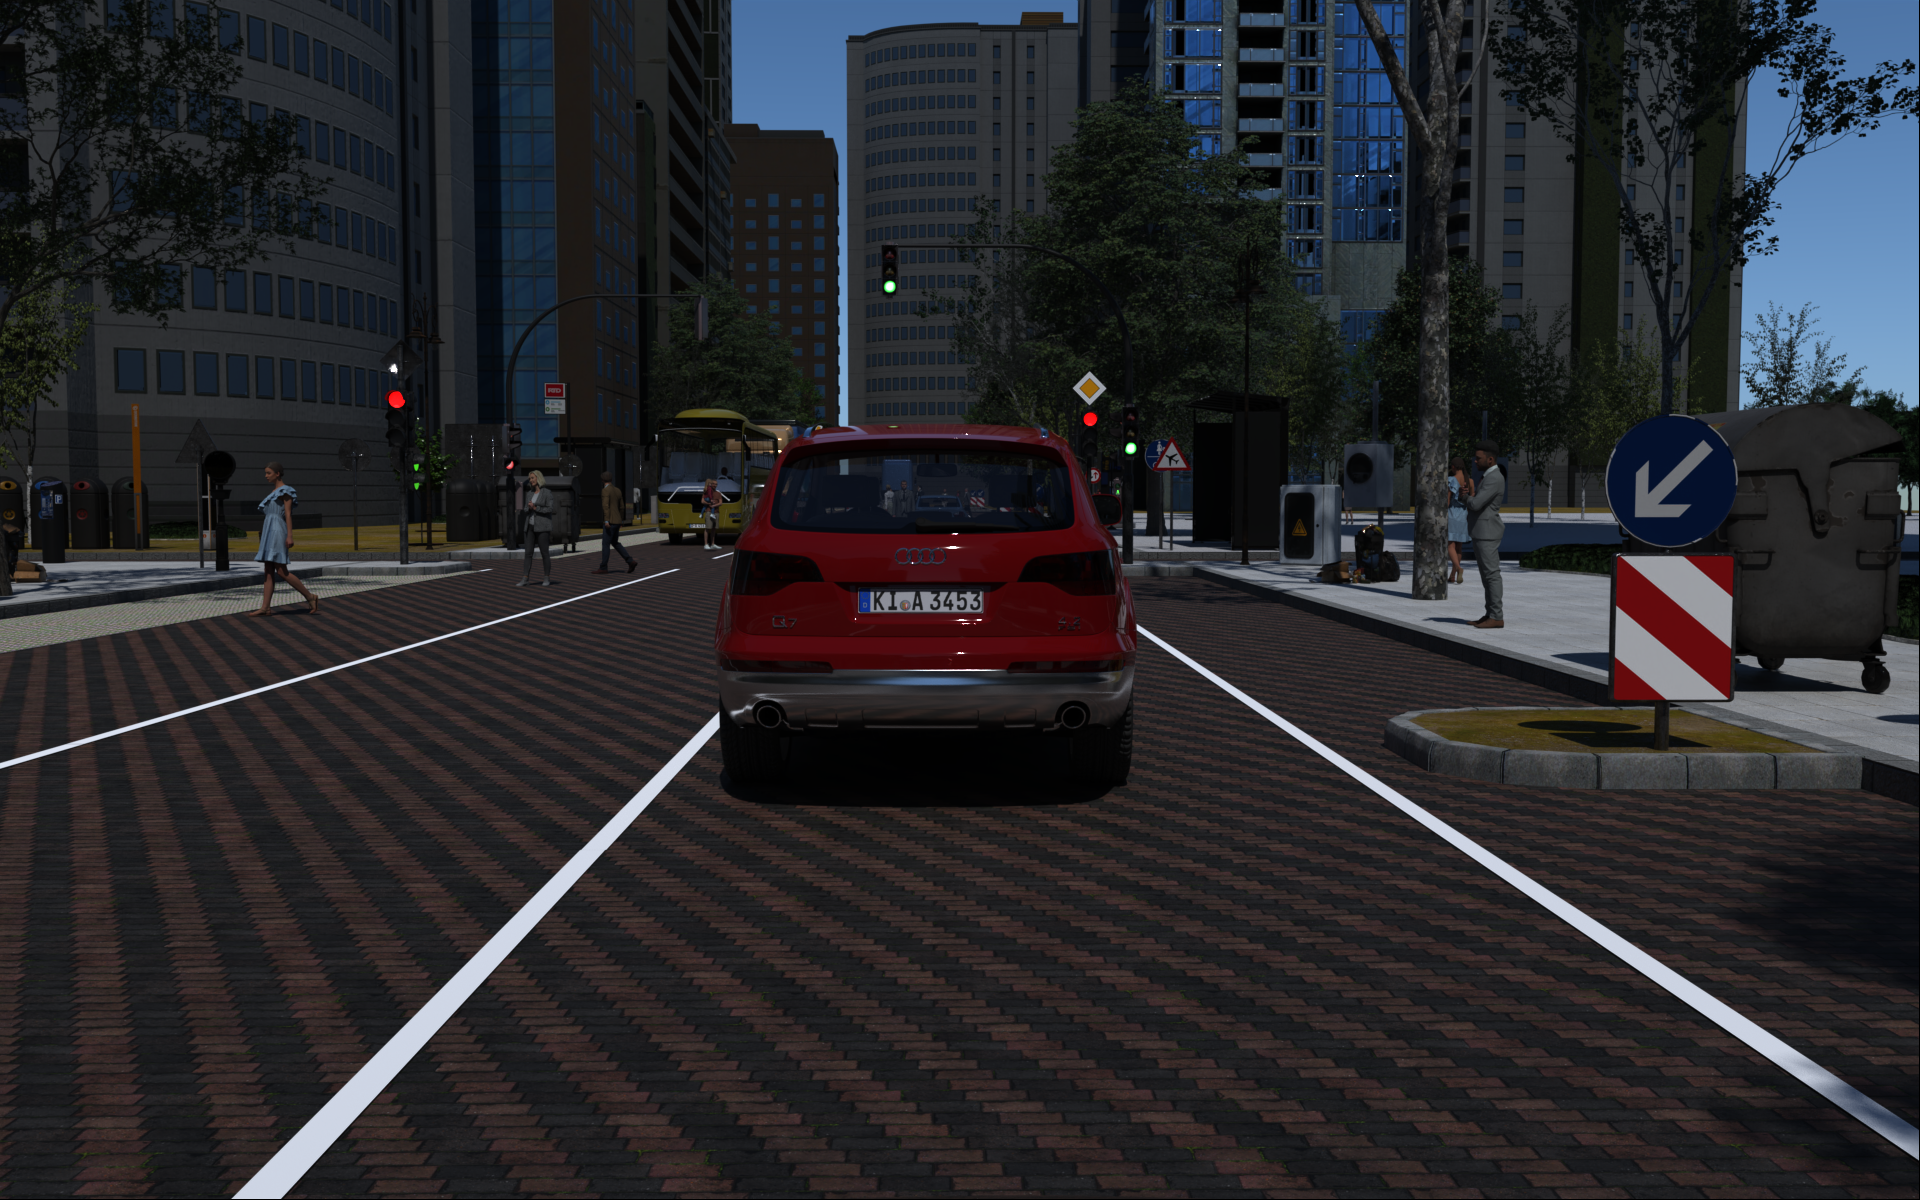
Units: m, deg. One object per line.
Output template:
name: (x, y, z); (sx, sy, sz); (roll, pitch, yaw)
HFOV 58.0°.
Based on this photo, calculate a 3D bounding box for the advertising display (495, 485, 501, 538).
advertising display: (-13.504, -2.800, 51.001); (0.974, 1.923, 0.123); (-3, 4, -37)

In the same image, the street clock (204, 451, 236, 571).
street clock: (-12.341, -1.490, 28.927); (0.471, 2.002, 0.358); (-1, 4, -15)

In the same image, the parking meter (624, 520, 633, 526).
parking meter: (-13.478, -3.783, 70.262); (0.372, 1.533, 0.369); (0, 3, 0)

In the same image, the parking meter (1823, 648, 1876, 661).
parking meter: (6.911, -0.306, 13.421); (0.372, 1.533, 0.369); (0, 3, 0)

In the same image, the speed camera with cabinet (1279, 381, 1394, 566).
speed camera with cabinet: (6.670, -2.229, 30.777); (0.660, 3.252, 2.038); (-3, 5, -43)

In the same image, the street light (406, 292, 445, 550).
street light: (-12.244, -4.099, 39.804); (0.468, 5.910, 1.993); (0, 4, -1)

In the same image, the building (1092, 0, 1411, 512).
building: (23.221, -50.467, 137.806); (22.319, 86.520, 31.000); (0, 4, -1)

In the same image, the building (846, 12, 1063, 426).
building: (0.223, -41.210, 215.789); (28.212, 58.520, 21.231); (0, 4, -1)

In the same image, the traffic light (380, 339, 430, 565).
traffic light: (-10.113, -2.602, 31.462); (0.839, 4.253, 0.868); (0, 4, -1)

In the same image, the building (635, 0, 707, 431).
building: (-32.418, -31.487, 138.515); (21.300, 48.544, 21.600); (0, 4, -1)

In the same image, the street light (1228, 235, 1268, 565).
street light: (5.165, -3.574, 31.215); (0.468, 5.910, 1.993); (0, 4, -1)

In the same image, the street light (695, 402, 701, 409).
street light: (-12.898, -6.889, 85.415); (0.468, 5.910, 1.993); (0, 4, -1)

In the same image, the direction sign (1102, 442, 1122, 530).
direction sign: (5.459, -4.302, 62.339); (0.876, 3.537, 0.379); (3, 5, 42)

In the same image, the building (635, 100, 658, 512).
building: (-29.335, -21.381, 121.287); (14.160, 30.474, 14.107); (0, 4, -1)

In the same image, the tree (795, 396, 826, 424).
tree: (-14.652, -13.561, 156.129); (8.767, 10.594, 7.601); (3, 5, 44)

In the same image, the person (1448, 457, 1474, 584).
person: (7.164, -1.143, 24.826); (0.616, 1.811, 0.778); (0, 4, -1)

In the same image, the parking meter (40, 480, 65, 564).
parking meter: (-16.819, -1.449, 32.104); (0.372, 1.533, 0.369); (0, 3, 0)

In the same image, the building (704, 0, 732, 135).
building: (-39.647, -47.527, 215.321); (20.611, 71.187, 20.563); (0, 4, -1)

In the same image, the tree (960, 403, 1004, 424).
tree: (3.279, -15.585, 180.566); (9.928, 11.665, 9.643); (0, 3, 0)

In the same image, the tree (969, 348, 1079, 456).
tree: (4.575, -13.074, 130.772); (9.611, 12.733, 9.660); (0, 3, 0)

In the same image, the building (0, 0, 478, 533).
building: (-33.809, -32.226, 68.886); (21.231, 58.520, 28.212); (0, 4, -1)

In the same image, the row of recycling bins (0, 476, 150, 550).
row of recycling bins: (-20.765, -2.030, 40.303); (3.534, 1.692, 1.069); (-1, 4, -12)

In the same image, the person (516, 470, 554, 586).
person: (-6.581, -1.117, 26.945); (0.537, 1.800, 0.526); (2, 4, 31)

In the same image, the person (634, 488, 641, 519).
person: (-16.389, -4.977, 87.266); (0.661, 1.843, 0.795); (2, 4, 30)

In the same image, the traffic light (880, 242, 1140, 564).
traffic light: (0.956, -3.475, 31.490); (4.771, 5.953, 1.251); (0, 4, -1)

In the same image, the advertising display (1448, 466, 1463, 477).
advertising display: (10.928, -2.093, 39.435); (0.974, 1.923, 0.123); (2, 4, 24)

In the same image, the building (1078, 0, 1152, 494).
building: (21.885, -38.300, 168.196); (21.231, 58.520, 28.212); (0, 4, -1)

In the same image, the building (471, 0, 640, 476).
building: (-26.555, -27.427, 98.544); (14.600, 45.320, 14.200); (0, 4, -1)

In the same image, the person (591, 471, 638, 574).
person: (-6.238, -1.393, 31.186); (0.836, 1.842, 0.656); (-1, 4, -14)

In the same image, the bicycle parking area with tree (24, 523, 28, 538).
bicycle parking area with tree: (-31.064, -3.704, 47.566); (8.231, 4.147, 9.016); (1, 4, 18)

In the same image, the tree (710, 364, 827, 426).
tree: (-14.102, -12.782, 134.743); (9.928, 11.665, 9.643); (0, 3, 0)

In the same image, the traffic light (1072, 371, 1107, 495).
traffic light: (2.936, -3.102, 39.644); (0.839, 4.253, 0.868); (0, 4, -1)

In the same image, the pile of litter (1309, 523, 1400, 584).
pile of litter: (5.746, -0.695, 25.327); (1.719, 0.858, 1.176); (-2, 4, -30)

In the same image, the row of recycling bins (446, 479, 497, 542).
row of recycling bins: (-13.495, -2.505, 48.063); (1.069, 1.692, 3.534); (0, 4, -5)

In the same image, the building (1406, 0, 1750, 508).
building: (60.060, -38.546, 172.221); (28.212, 58.520, 21.231); (0, 4, -1)

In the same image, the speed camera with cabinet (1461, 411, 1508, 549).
speed camera with cabinet: (11.979, -2.833, 40.651); (2.038, 3.252, 0.660); (-2, 4, -33)

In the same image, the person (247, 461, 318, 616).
person: (-7.992, -0.720, 20.366); (0.778, 1.811, 0.616); (-2, 4, -30)

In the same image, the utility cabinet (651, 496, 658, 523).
utility cabinet: (-13.271, -3.982, 76.260); (0.306, 1.237, 1.020); (1, 4, 16)

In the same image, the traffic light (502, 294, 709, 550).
traffic light: (-8.134, -3.966, 39.510); (4.771, 5.953, 1.251); (0, 4, -1)

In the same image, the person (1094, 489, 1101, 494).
person: (9.383, -6.752, 117.911); (0.593, 1.643, 0.415); (-2, 4, -27)

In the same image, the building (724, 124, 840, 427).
building: (-22.193, -34.409, 212.703); (14.200, 45.320, 14.600); (0, 4, -1)

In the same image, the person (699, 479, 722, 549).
person: (-6.490, -2.240, 45.103); (0.573, 1.828, 0.580); (0, 4, 4)

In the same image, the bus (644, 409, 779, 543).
bus: (-7.339, -3.791, 53.527); (2.896, 3.916, 12.252); (0, 4, -1)

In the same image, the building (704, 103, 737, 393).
building: (-34.208, -28.972, 165.574); (23.993, 40.220, 32.217); (0, 4, -1)

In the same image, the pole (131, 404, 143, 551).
pole: (-18.658, -2.778, 39.269); (0.158, 3.312, 0.155); (0, 3, 0)

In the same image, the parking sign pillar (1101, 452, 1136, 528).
parking sign pillar: (5.916, -4.700, 65.320); (1.447, 3.967, 1.447); (-3, 5, -42)

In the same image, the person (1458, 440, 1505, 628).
person: (5.018, -0.641, 16.702); (0.466, 1.800, 0.511); (0, 4, -2)

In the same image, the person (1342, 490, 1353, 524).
person: (16.336, -4.074, 72.996); (0.599, 1.781, 0.374); (-1, 4, -16)

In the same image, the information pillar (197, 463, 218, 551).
information pillar: (-17.035, -2.124, 39.217); (0.304, 2.012, 0.304); (1, 4, 10)

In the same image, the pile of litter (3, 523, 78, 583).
pile of litter: (-13.812, -0.681, 25.094); (1.719, 0.858, 1.176); (-1, 4, -14)
